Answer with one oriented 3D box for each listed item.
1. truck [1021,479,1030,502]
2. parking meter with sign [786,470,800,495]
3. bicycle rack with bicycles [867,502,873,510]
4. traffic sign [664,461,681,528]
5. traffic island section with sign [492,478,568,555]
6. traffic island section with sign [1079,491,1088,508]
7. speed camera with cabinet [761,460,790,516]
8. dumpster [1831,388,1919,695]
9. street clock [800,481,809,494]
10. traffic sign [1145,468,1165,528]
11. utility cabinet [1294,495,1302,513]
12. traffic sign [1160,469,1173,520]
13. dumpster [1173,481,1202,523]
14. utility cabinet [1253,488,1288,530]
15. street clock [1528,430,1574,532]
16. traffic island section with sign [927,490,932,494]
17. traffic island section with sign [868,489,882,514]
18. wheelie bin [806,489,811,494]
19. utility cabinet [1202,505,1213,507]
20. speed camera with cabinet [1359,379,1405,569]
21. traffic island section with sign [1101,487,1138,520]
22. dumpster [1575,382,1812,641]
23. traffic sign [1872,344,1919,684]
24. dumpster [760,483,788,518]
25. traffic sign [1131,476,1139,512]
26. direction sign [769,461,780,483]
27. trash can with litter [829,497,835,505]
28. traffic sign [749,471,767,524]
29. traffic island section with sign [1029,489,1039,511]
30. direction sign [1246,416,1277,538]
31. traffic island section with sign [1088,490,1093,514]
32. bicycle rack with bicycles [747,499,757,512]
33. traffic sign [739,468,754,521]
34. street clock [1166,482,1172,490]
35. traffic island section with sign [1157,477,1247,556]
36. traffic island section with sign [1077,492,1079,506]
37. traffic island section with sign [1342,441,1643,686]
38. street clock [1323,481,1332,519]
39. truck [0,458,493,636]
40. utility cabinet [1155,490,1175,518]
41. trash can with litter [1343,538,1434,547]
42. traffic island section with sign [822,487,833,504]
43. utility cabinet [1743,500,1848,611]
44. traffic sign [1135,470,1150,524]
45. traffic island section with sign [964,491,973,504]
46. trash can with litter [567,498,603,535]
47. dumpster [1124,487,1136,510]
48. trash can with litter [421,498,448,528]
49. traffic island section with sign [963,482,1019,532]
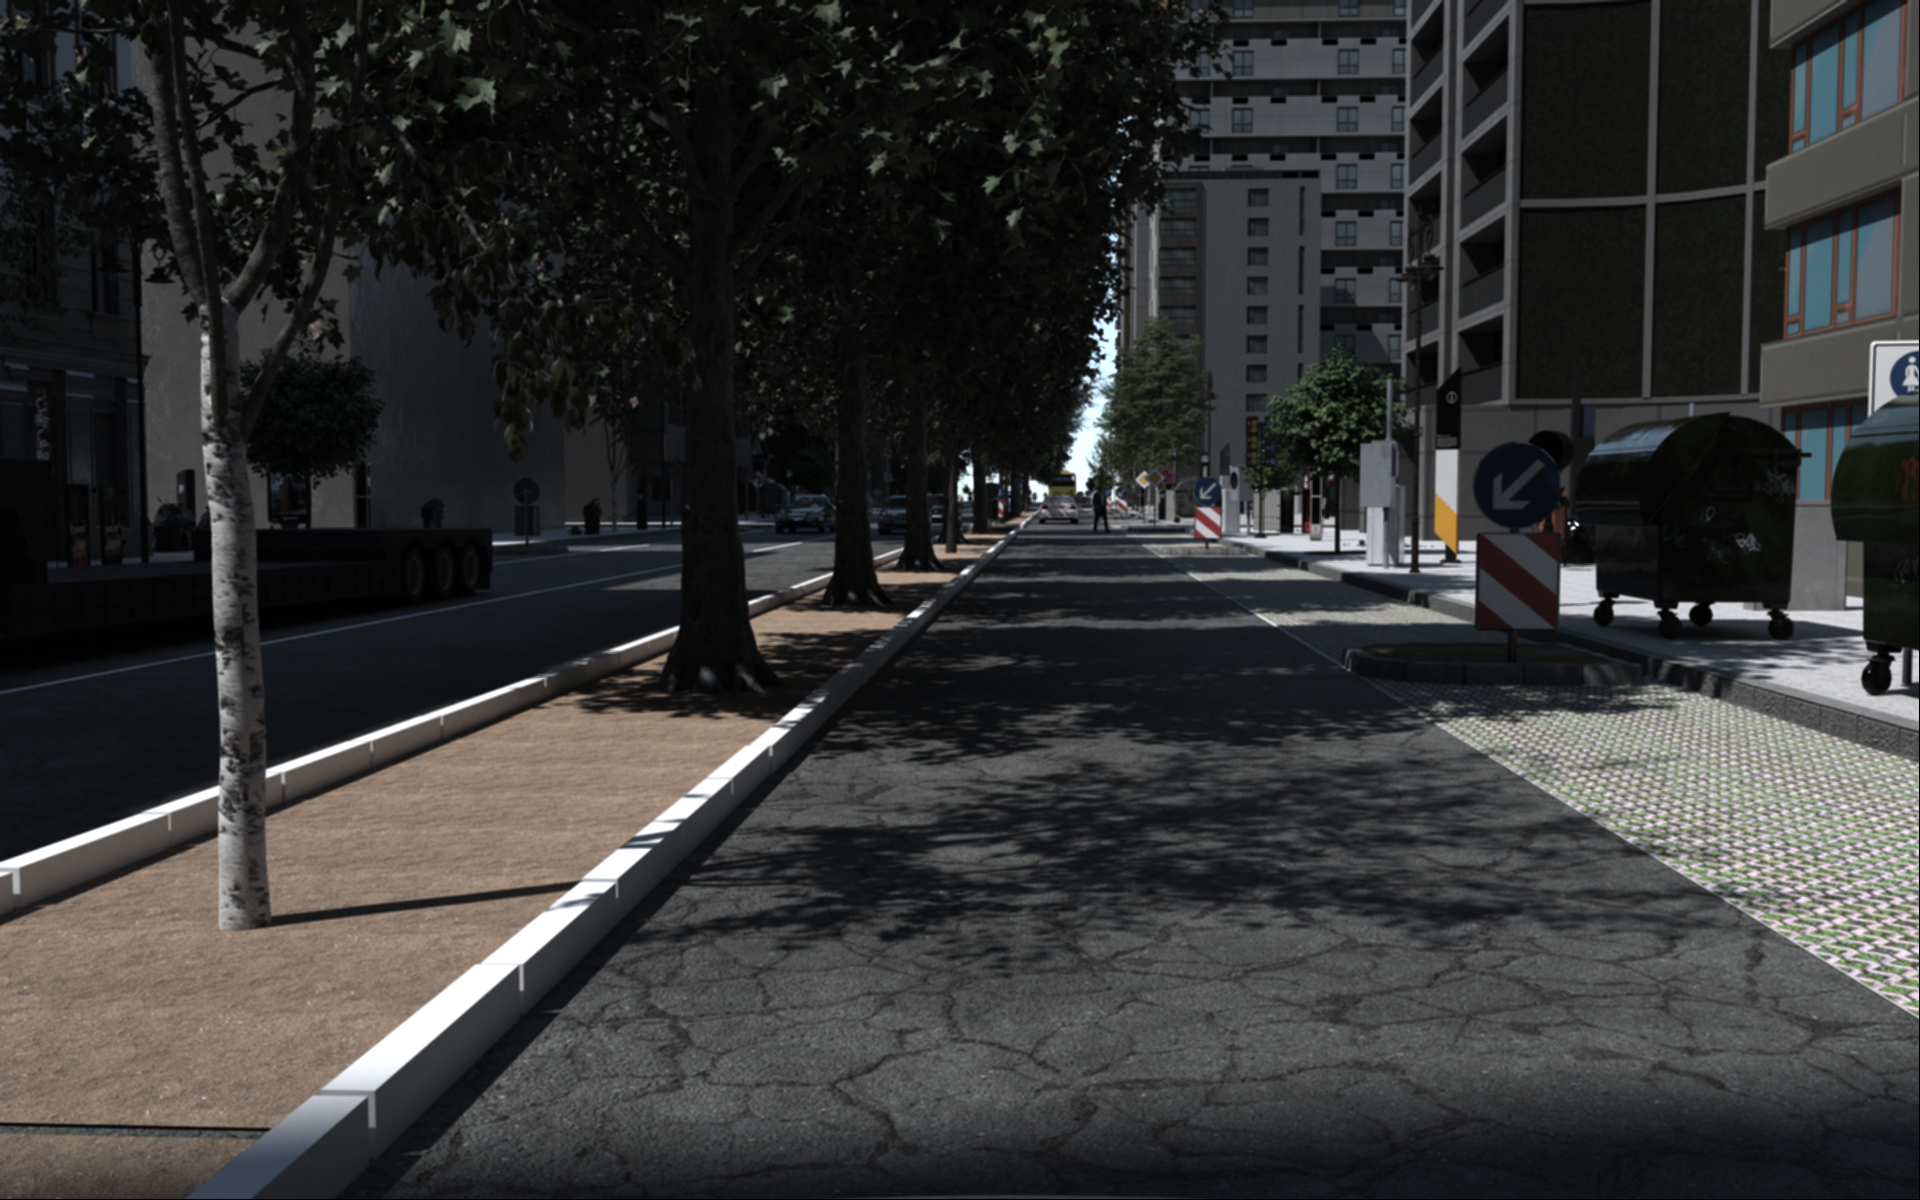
[{"bbox_3d":[9.942,-17.892,282.291,2.967,4.110,18.799,0,4,3],"label":"truck"},{"bbox_3d":[-11.646,-7.722,122.522,0.543,3.016,1.738,-2,4,-35],"label":"parking meter with sign"},{"bbox_3d":[-8.486,-7.556,136.923,2.925,0.926,2.852,0,4,5],"label":"bicycle rack with bicycles"},{"bbox_3d":[-11.047,-4.048,66.283,0.768,2.556,0.104,1,4,9],"label":"traffic sign"},{"bbox_3d":[-10.541,-2.021,41.673,1.989,1.847,2.006,0,4,3],"label":"traffic island section with sign"},{"bbox_3d":[13.138,-10.070,173.279,1.989,1.847,2.006,0,4,3],"label":"traffic island section with sign"},{"bbox_3d":[-10.692,-6.486,100.389,2.038,3.252,0.660,3,5,45],"label":"speed camera with cabinet"},{"bbox_3d":[6.300,-0.470,10.176,1.502,2.255,1.985,0,4,3],"label":"dumpster"},{"bbox_3d":[-8.865,-5.777,99.030,0.471,2.002,0.358,-1,4,-19],"label":"street clock"},{"bbox_3d":[7.346,-3.775,65.360,0.795,2.450,0.064,0,4,3],"label":"traffic sign"},{"bbox_3d":[22.963,-6.537,118.034,0.306,1.237,1.020,-1,4,-17],"label":"utility cabinet"},{"bbox_3d":[10.308,-5.312,86.949,0.768,2.556,0.104,1,4,10],"label":"traffic sign"},{"bbox_3d":[10.161,-4.354,76.954,1.264,1.857,1.865,0,4,3],"label":"dumpster"},{"bbox_3d":[10.937,-3.201,61.011,1.173,1.500,0.318,1,4,11],"label":"utility cabinet"},{"bbox_3d":[6.726,-0.931,19.799,0.358,2.002,0.471,-3,5,-44],"label":"street clock"},{"bbox_3d":[-3.116,-10.069,173.262,1.989,1.847,2.006,0,4,3],"label":"traffic island section with sign"},{"bbox_3d":[-5.886,-7.064,124.124,1.989,1.847,2.006,0,4,3],"label":"traffic island section with sign"},{"bbox_3d":[-9.105,-5.750,101.927,0.693,1.594,0.980,1,4,19],"label":"wheelie bin"},{"bbox_3d":[11.713,-4.402,83.133,1.020,1.237,0.306,-3,5,-41],"label":"utility cabinet"},{"bbox_3d":[7.470,-2.219,30.611,0.660,3.252,2.038,1,4,21],"label":"speed camera with cabinet"},{"bbox_3d":[8.692,-5.261,94.640,1.989,1.847,2.006,0,4,3],"label":"traffic island section with sign"},{"bbox_3d":[6.709,-0.823,15.952,1.502,2.255,1.985,0,4,3],"label":"dumpster"},{"bbox_3d":[6.396,-0.581,11.629,0.606,2.300,0.079,1,4,10],"label":"traffic sign"},{"bbox_3d":[-9.876,-5.274,91.986,1.264,1.857,1.865,0,4,3],"label":"dumpster"},{"bbox_3d":[12.387,-7.420,121.416,0.768,2.556,0.104,1,4,9],"label":"traffic sign"},{"bbox_3d":[-12.825,-7.791,119.378,0.876,3.537,0.379,0,4,8],"label":"direction sign"},{"bbox_3d":[-8.437,-6.373,115.581,1.055,1.170,0.624,3,5,43],"label":"trash can with litter"},{"bbox_3d":[-8.671,-4.320,74.279,0.795,2.450,0.064,0,4,3],"label":"traffic sign"},{"bbox_3d":[5.790,-8.581,148.441,2.006,1.907,1.989,0,4,3],"label":"traffic island section with sign"},{"bbox_3d":[8.796,-3.585,50.619,0.876,3.537,0.379,0,4,7],"label":"direction sign"},{"bbox_3d":[10.269,-6.966,122.522,1.989,1.847,2.006,0,4,3],"label":"traffic island section with sign"},{"bbox_3d":[-14.694,-6.632,121.813,2.925,0.926,2.852,2,4,31],"label":"bicycle rack with bicycles"},{"bbox_3d":[-10.275,-5.088,83.299,0.768,2.556,0.104,1,4,10],"label":"traffic sign"},{"bbox_3d":[11.499,-5.563,95.518,0.358,2.002,0.471,-1,4,-11],"label":"street clock"},{"bbox_3d":[5.659,-1.967,40.788,1.989,1.847,2.006,0,4,3],"label":"traffic island section with sign"},{"bbox_3d":[14.646,-11.719,200.238,1.989,1.847,2.006,0,4,3],"label":"traffic island section with sign"},{"bbox_3d":[4.147,-0.321,13.875,1.989,1.847,2.006,0,4,3],"label":"traffic island section with sign"},{"bbox_3d":[18.927,-5.185,89.344,0.471,2.002,0.358,-2,4,-26],"label":"street clock"},{"bbox_3d":[-8.572,-1.587,15.698,2.967,4.110,18.799,0,4,4],"label":"truck"},{"bbox_3d":[10.827,-5.044,91.141,1.173,1.500,0.318,1,4,11],"label":"utility cabinet"},{"bbox_3d":[10.386,-1.923,42.492,1.678,1.210,2.233,-2,4,-31],"label":"trash can with litter"},{"bbox_3d":[-7.421,-5.402,96.944,1.989,1.847,2.006,0,4,3],"label":"traffic island section with sign"},{"bbox_3d":[9.226,-0.487,19.127,1.020,1.237,0.306,0,4,-1],"label":"utility cabinet"},{"bbox_3d":[7.796,-4.262,73.333,0.795,2.450,0.064,0,4,3],"label":"traffic sign"},{"bbox_3d":[1.555,-15.124,255.903,1.989,1.847,2.006,0,4,3],"label":"traffic island section with sign"},{"bbox_3d":[-11.819,-2.642,54.577,1.055,1.170,0.624,-2,4,-24],"label":"trash can with litter"},{"bbox_3d":[13.919,-8.399,143.082,1.264,1.857,1.865,0,4,3],"label":"dumpster"},{"bbox_3d":[-14.730,-2.233,47.896,0.624,1.170,1.055,2,4,28],"label":"trash can with litter"},{"bbox_3d":[1.138,-3.541,66.026,2.006,1.907,1.989,0,4,3],"label":"traffic island section with sign"}]
